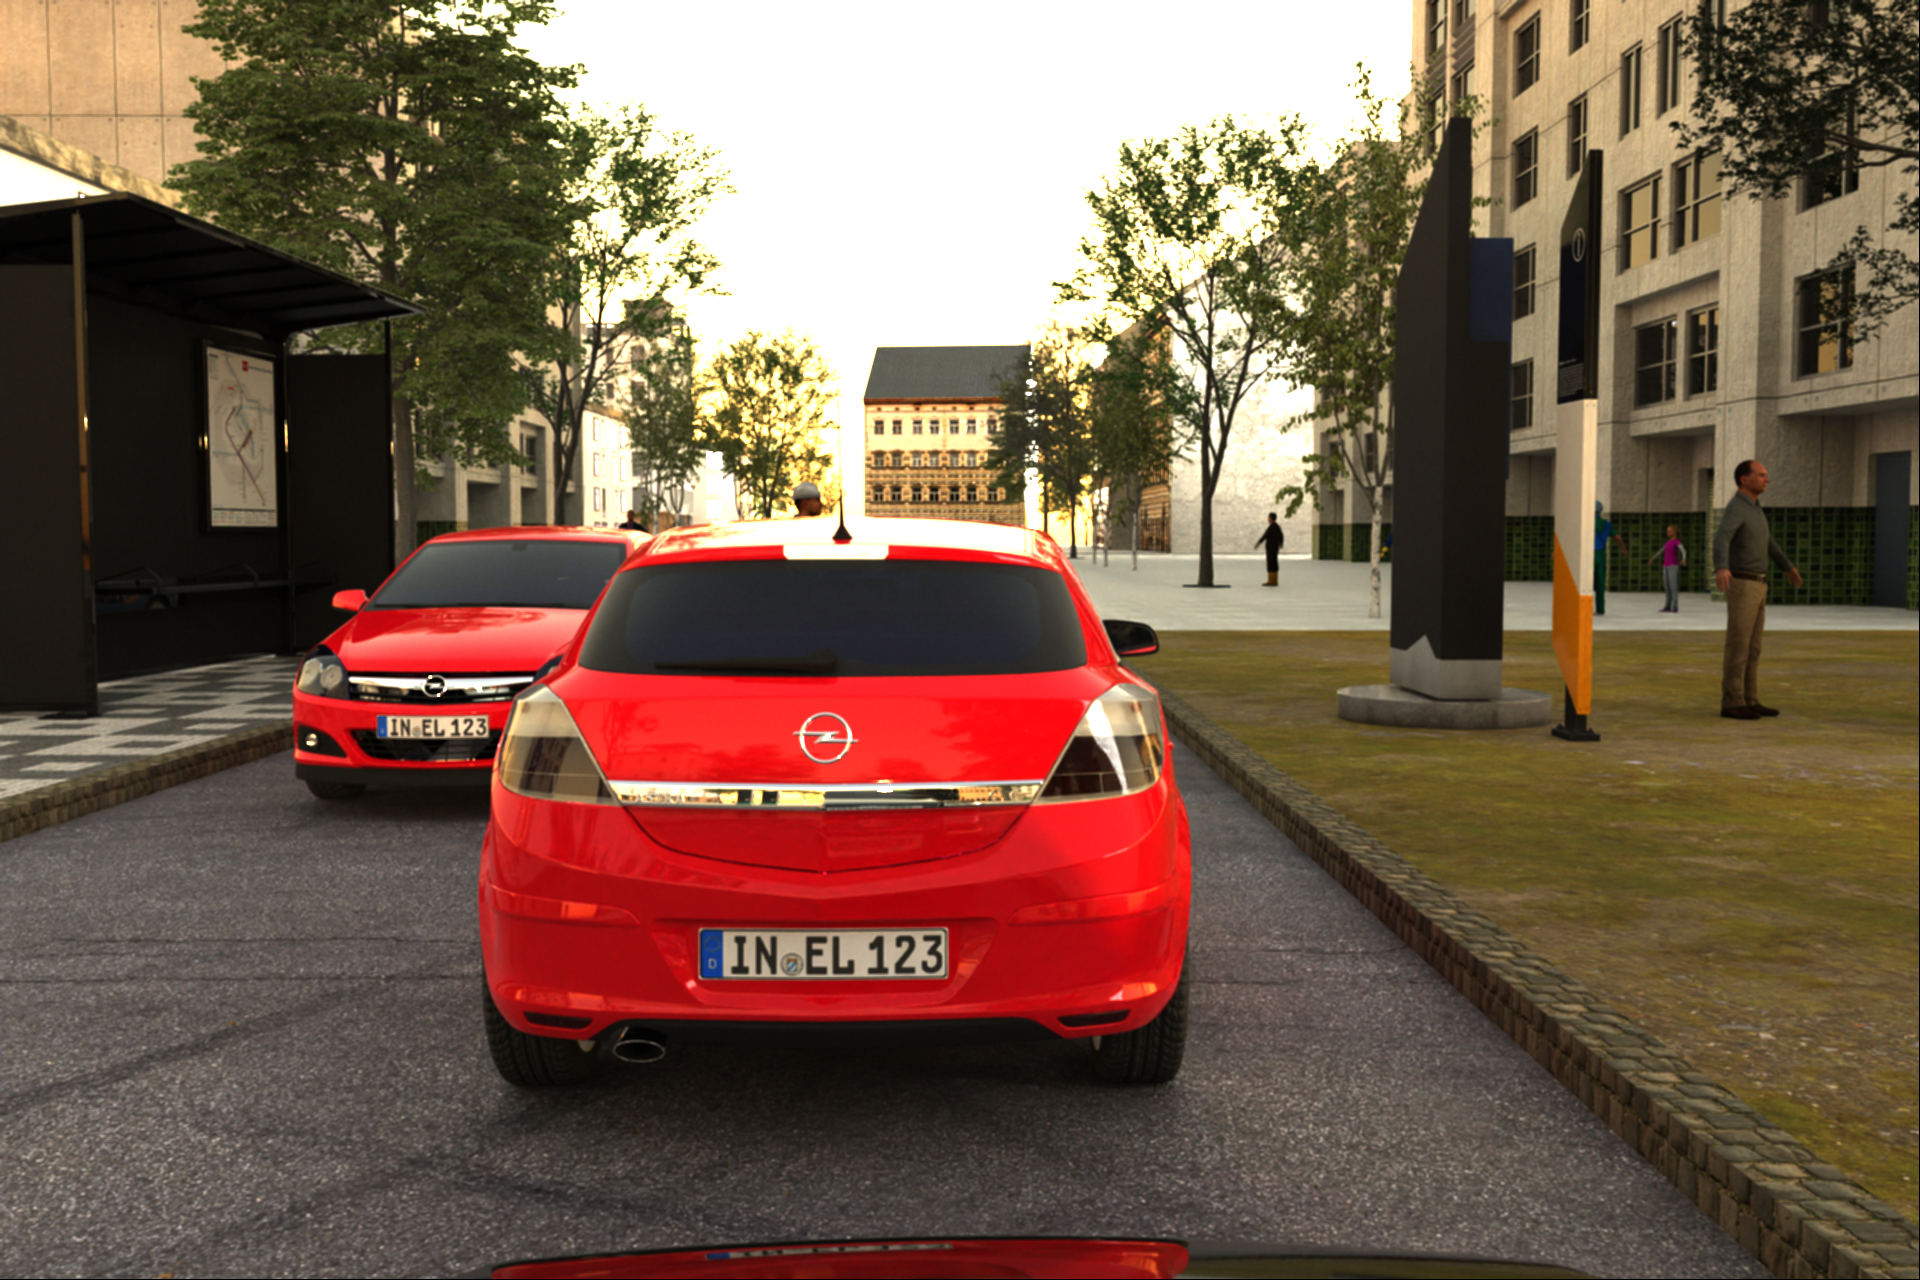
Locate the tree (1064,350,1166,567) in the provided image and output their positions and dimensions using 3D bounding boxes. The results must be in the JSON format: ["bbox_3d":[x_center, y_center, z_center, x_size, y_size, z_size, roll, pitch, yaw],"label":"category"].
[{"bbox_3d":[5.496,-7.146,67.205,4.360,8.622,3.978,0,3,0],"label":"tree"}]

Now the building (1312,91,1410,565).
[{"bbox_3d":[26.247,-12.509,70.975,16.747,18.905,31.486,0,4,-1],"label":"building"}]

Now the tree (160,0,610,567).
[{"bbox_3d":[-9.536,-6.768,28.784,7.486,12.596,7.792,0,3,0],"label":"tree"}]

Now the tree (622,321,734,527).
[{"bbox_3d":[-9.894,-6.728,60.366,4.737,8.622,4.395,0,3,0],"label":"tree"}]

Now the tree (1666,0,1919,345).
[{"bbox_3d":[10.145,-4.931,15.029,8.767,10.594,7.601,3,4,38],"label":"tree"}]

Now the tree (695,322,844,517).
[{"bbox_3d":[-9.488,-9.774,85.556,9.928,11.665,9.643,0,3,0],"label":"tree"}]

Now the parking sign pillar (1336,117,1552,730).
[{"bbox_3d":[3.363,-1.436,11.953,1.447,3.967,1.447,0,4,-1],"label":"parking sign pillar"}]

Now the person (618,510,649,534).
[{"bbox_3d":[-7.145,-1.918,37.580,1.346,1.802,0.704,0,4,-3],"label":"person"}]

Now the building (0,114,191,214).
[{"bbox_3d":[-23.675,-6.192,43.384,9.099,9.664,28.070,0,3,0],"label":"building"}]

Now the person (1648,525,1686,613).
[{"bbox_3d":[11.590,-1.168,28.359,0.599,1.433,0.991,-1,4,-11],"label":"person"}]

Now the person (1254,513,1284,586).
[{"bbox_3d":[7.693,-2.244,42.823,0.704,1.812,1.346,3,4,39],"label":"person"}]

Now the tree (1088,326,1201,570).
[{"bbox_3d":[6.383,-6.804,61.608,4.737,8.622,4.395,0,3,0],"label":"tree"}]

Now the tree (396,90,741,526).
[{"bbox_3d":[-9.216,-7.007,40.326,9.928,11.665,9.643,0,3,0],"label":"tree"}]

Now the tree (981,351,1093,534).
[{"bbox_3d":[5.179,-11.543,106.858,7.486,12.596,7.792,0,3,0],"label":"tree"}]

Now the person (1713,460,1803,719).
[{"bbox_3d":[5.529,-0.358,12.117,1.348,1.796,0.705,-3,5,-44],"label":"person"}]

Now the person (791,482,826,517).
[{"bbox_3d":[-1.154,-0.302,13.372,0.705,1.833,1.349,0,4,-3],"label":"person"}]

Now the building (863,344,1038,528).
[{"bbox_3d":[-0.684,-22.438,200.242,18.063,23.208,19.493,0,4,7],"label":"building"}]

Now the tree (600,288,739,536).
[{"bbox_3d":[-9.456,-6.243,52.429,4.360,8.622,3.978,0,3,0],"label":"tree"}]

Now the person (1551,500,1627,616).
[{"bbox_3d":[9.935,-1.290,27.212,1.347,1.817,0.704,-1,4,-14],"label":"person"}]

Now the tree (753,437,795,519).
[{"bbox_3d":[-22.247,-17.263,200.373,7.486,12.596,7.792,0,3,0],"label":"tree"}]

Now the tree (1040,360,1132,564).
[{"bbox_3d":[5.745,-7.499,72.976,4.360,8.622,3.978,0,3,0],"label":"tree"}]

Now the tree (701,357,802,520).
[{"bbox_3d":[-9.008,-7.463,72.375,4.737,8.622,4.395,0,3,0],"label":"tree"}]

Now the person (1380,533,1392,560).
[{"bbox_3d":[6.989,-1.253,26.463,1.349,1.833,0.705,-1,4,-17],"label":"person"}]

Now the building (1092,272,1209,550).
[{"bbox_3d":[21.184,-19.314,146.718,19.493,23.208,18.063,0,4,0],"label":"building"}]

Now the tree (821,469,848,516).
[{"bbox_3d":[-14.752,-14.959,194.943,4.737,8.622,4.395,0,3,0],"label":"tree"}]

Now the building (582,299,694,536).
[{"bbox_3d":[-28.684,-17.397,140.853,16.016,20.090,11.380,0,4,0],"label":"building"}]

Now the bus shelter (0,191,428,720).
[{"bbox_3d":[-6.471,-1.453,15.039,1.731,3.624,6.357,0,4,2],"label":"bus shelter"}]

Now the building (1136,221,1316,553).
[{"bbox_3d":[23.392,-18.048,126.016,19.493,23.208,18.063,0,4,-1],"label":"building"}]

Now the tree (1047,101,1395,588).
[{"bbox_3d":[6.113,-7.081,41.532,9.928,11.665,9.643,0,3,0],"label":"tree"}]

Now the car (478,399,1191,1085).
[{"bbox_3d":[-0.327,0.186,5.994,2.155,1.783,4.494,0,4,-1],"label":"car"}]

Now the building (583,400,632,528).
[{"bbox_3d":[-27.734,-11.034,122.551,9.099,9.664,28.070,0,4,0],"label":"building"}]

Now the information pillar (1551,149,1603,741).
[{"bbox_3d":[3.863,-1.192,10.850,0.183,3.616,0.504,0,4,-1],"label":"information pillar"}]

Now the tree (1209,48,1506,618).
[{"bbox_3d":[6.273,-4.664,26.620,4.737,8.622,4.395,0,3,0],"label":"tree"}]

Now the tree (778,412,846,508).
[{"bbox_3d":[-9.540,-9.361,103.420,4.360,8.622,3.978,0,3,0],"label":"tree"}]

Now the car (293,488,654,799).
[{"bbox_3d":[-2.629,-0.102,10.709,2.155,1.783,4.494,0,4,-1],"label":"car"}]

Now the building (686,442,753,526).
[{"bbox_3d":[-24.874,-14.013,171.265,9.099,9.664,28.070,0,4,-1],"label":"building"}]

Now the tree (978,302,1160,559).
[{"bbox_3d":[5.871,-11.019,90.530,12.009,13.543,11.850,0,3,0],"label":"tree"}]

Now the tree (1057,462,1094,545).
[{"bbox_3d":[14.366,-16.644,197.889,9.928,11.665,9.643,0,3,0],"label":"tree"}]

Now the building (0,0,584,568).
[{"bbox_3d":[-27.498,-12.655,73.370,16.747,18.905,31.486,0,4,-1],"label":"building"}]

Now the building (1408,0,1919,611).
[{"bbox_3d":[22.599,-10.561,39.130,16.747,18.905,31.486,0,4,0],"label":"building"}]
